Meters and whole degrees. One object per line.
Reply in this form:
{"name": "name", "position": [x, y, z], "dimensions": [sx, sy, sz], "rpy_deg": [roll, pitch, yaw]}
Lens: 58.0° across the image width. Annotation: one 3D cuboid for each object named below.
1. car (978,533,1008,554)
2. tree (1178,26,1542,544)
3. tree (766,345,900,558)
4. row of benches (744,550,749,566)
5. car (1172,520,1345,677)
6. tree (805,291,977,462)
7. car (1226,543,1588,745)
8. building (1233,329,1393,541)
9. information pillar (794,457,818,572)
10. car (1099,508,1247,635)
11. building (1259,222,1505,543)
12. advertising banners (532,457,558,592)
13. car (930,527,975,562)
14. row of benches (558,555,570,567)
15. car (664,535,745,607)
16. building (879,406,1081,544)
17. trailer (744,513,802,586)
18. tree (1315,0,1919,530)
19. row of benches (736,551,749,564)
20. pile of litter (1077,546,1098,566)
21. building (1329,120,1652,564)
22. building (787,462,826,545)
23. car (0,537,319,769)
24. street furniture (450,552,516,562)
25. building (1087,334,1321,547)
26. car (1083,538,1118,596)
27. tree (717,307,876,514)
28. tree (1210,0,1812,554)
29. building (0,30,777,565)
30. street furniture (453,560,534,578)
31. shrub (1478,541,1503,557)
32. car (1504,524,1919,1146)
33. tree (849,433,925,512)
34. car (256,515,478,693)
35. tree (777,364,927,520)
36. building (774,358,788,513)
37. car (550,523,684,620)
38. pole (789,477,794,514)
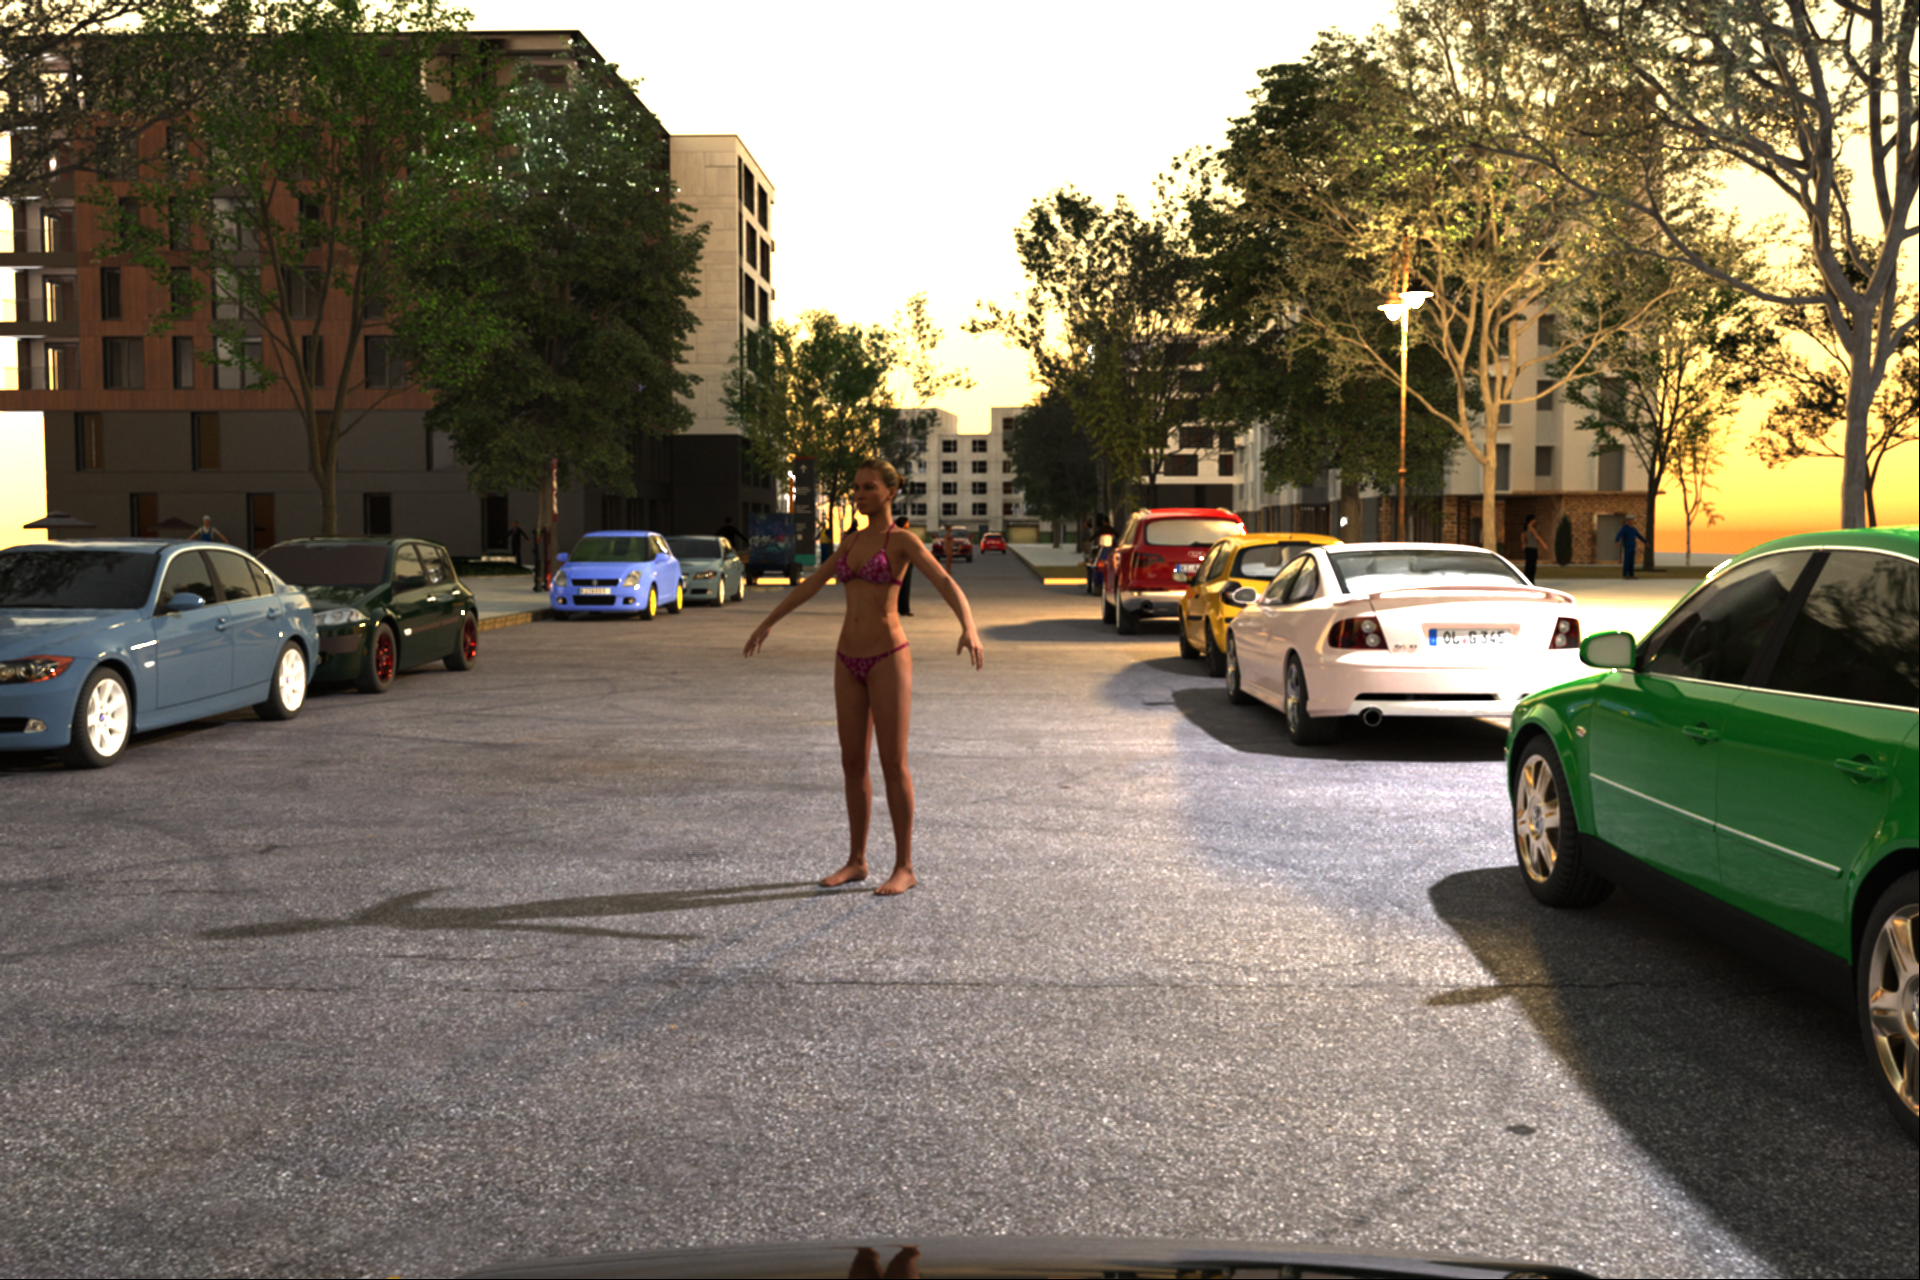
{"name": "car", "position": [2.389, -7.075, 124.714], "dimensions": [2.155, 1.783, 4.494], "rpy_deg": [0, 4, 1]}
{"name": "tree", "position": [10.071, -8.409, 44.150], "dimensions": [9.857, 13.997, 8.962], "rpy_deg": [0, 3, 0]}
{"name": "tree", "position": [-6.840, -10.242, 93.214], "dimensions": [9.928, 11.665, 9.643], "rpy_deg": [0, 3, 0]}
{"name": "row of benches", "position": [-9.413, -3.273, 68.980], "dimensions": [4.104, 0.672, 1.422], "rpy_deg": [0, 4, -4]}
{"name": "car", "position": [3.358, -0.519, 18.715], "dimensions": [2.015, 1.641, 3.980], "rpy_deg": [0, 4, 1]}
{"name": "tree", "position": [-5.401, -17.089, 135.297], "dimensions": [12.611, 20.169, 13.585], "rpy_deg": [0, 3, 0]}
{"name": "car", "position": [3.191, -0.047, 13.126], "dimensions": [2.083, 1.381, 4.827], "rpy_deg": [0, 4, 0]}
{"name": "building", "position": [26.251, -16.913, 132.946], "dimensions": [16.016, 20.090, 11.380], "rpy_deg": [0, 4, 1]}
{"name": "information pillar", "position": [-5.204, -4.212, 58.248], "dimensions": [0.750, 3.857, 0.750], "rpy_deg": [0, 4, 2]}
{"name": "car", "position": [3.271, -1.068, 26.140], "dimensions": [2.281, 1.827, 5.304], "rpy_deg": [0, 4, 1]}
{"name": "building", "position": [23.651, -15.255, 105.845], "dimensions": [16.016, 20.090, 11.380], "rpy_deg": [0, 4, 1]}
{"name": "advertising banners", "position": [-9.303, -2.617, 38.976], "dimensions": [0.090, 3.025, 2.074], "rpy_deg": [0, 4, 2]}
{"name": "car", "position": [-0.375, -4.960, 89.765], "dimensions": [2.281, 1.827, 5.304], "rpy_deg": [0, 4, 1]}
{"name": "row of benches", "position": [-11.648, -2.668, 59.086], "dimensions": [4.104, 0.672, 1.422], "rpy_deg": [-2, 4, -28]}
{"name": "car", "position": [-5.516, -1.443, 35.602], "dimensions": [2.014, 1.417, 4.499], "rpy_deg": [0, 4, 1]}
{"name": "building", "position": [5.595, -23.116, 246.866], "dimensions": [31.486, 18.905, 16.747], "rpy_deg": [1, 4, 10]}
{"name": "trailer", "position": [-5.204, -2.472, 47.471], "dimensions": [1.471, 1.999, 3.904], "rpy_deg": [0, 4, 1]}
{"name": "tree", "position": [9.433, -6.578, 17.919], "dimensions": [12.009, 13.543, 11.850], "rpy_deg": [0, 3, 0]}
{"name": "row of benches", "position": [-7.799, -2.981, 64.196], "dimensions": [4.104, 0.672, 1.422], "rpy_deg": [-2, 4, -30]}
{"name": "pile of litter", "position": [5.212, -3.338, 68.537], "dimensions": [1.176, 0.858, 1.719], "rpy_deg": [0, 4, 0]}
{"name": "building", "position": [23.712, -14.025, 85.735], "dimensions": [16.016, 20.090, 11.380], "rpy_deg": [0, 4, 1]}
{"name": "building", "position": [-21.016, -16.701, 215.208], "dimensions": [9.099, 9.664, 28.070], "rpy_deg": [0, 4, 1]}
{"name": "car", "position": [-6.045, -0.008, 12.131], "dimensions": [2.014, 1.417, 4.499], "rpy_deg": [0, 4, 2]}
{"name": "street furniture", "position": [-19.498, -2.838, 62.023], "dimensions": [5.734, 0.657, 10.072], "rpy_deg": [-2, 4, -31]}
{"name": "building", "position": [28.062, -21.372, 193.410], "dimensions": [27.936, 21.610, 32.646], "rpy_deg": [0, 4, 1]}
{"name": "car", "position": [3.928, -1.745, 41.116], "dimensions": [1.945, 1.354, 3.894], "rpy_deg": [0, 4, 1]}
{"name": "tree", "position": [-7.386, -9.360, 78.796], "dimensions": [9.928, 11.665, 9.643], "rpy_deg": [0, 3, 0]}
{"name": "tree", "position": [9.953, -7.473, 32.551], "dimensions": [12.009, 13.543, 11.850], "rpy_deg": [0, 3, 0]}
{"name": "building", "position": [-25.397, -14.877, 87.220], "dimensions": [27.936, 21.610, 32.646], "rpy_deg": [0, 4, 2]}
{"name": "street furniture", "position": [-16.749, -2.116, 50.226], "dimensions": [5.734, 0.657, 10.072], "rpy_deg": [1, 4, 22]}
{"name": "shrub", "position": [17.009, -2.734, 55.810], "dimensions": [1.383, 1.207, 1.383], "rpy_deg": [0, 3, 0]}
{"name": "car", "position": [3.097, 0.214, 5.295], "dimensions": [1.959, 1.807, 4.718], "rpy_deg": [0, 3, 0]}
{"name": "tree", "position": [-6.637, -13.465, 154.564], "dimensions": [7.601, 10.594, 8.767], "rpy_deg": [-2, 4, -35]}
{"name": "car", "position": [-6.003, -0.429, 16.809], "dimensions": [2.009, 1.686, 4.222], "rpy_deg": [0, 4, 1]}
{"name": "tree", "position": [-7.381, -12.795, 119.567], "dimensions": [12.009, 13.543, 11.850], "rpy_deg": [0, 3, 0]}
{"name": "building", "position": [-24.845, -20.023, 183.795], "dimensions": [16.016, 20.090, 11.380], "rpy_deg": [0, 4, 1]}
{"name": "car", "position": [-5.901, -1.244, 29.933], "dimensions": [1.945, 1.707, 3.694], "rpy_deg": [0, 4, 1]}
{"name": "pole", "position": [-6.031, -4.169, 62.014], "dimensions": [0.158, 3.312, 0.155], "rpy_deg": [0, 3, 0]}
